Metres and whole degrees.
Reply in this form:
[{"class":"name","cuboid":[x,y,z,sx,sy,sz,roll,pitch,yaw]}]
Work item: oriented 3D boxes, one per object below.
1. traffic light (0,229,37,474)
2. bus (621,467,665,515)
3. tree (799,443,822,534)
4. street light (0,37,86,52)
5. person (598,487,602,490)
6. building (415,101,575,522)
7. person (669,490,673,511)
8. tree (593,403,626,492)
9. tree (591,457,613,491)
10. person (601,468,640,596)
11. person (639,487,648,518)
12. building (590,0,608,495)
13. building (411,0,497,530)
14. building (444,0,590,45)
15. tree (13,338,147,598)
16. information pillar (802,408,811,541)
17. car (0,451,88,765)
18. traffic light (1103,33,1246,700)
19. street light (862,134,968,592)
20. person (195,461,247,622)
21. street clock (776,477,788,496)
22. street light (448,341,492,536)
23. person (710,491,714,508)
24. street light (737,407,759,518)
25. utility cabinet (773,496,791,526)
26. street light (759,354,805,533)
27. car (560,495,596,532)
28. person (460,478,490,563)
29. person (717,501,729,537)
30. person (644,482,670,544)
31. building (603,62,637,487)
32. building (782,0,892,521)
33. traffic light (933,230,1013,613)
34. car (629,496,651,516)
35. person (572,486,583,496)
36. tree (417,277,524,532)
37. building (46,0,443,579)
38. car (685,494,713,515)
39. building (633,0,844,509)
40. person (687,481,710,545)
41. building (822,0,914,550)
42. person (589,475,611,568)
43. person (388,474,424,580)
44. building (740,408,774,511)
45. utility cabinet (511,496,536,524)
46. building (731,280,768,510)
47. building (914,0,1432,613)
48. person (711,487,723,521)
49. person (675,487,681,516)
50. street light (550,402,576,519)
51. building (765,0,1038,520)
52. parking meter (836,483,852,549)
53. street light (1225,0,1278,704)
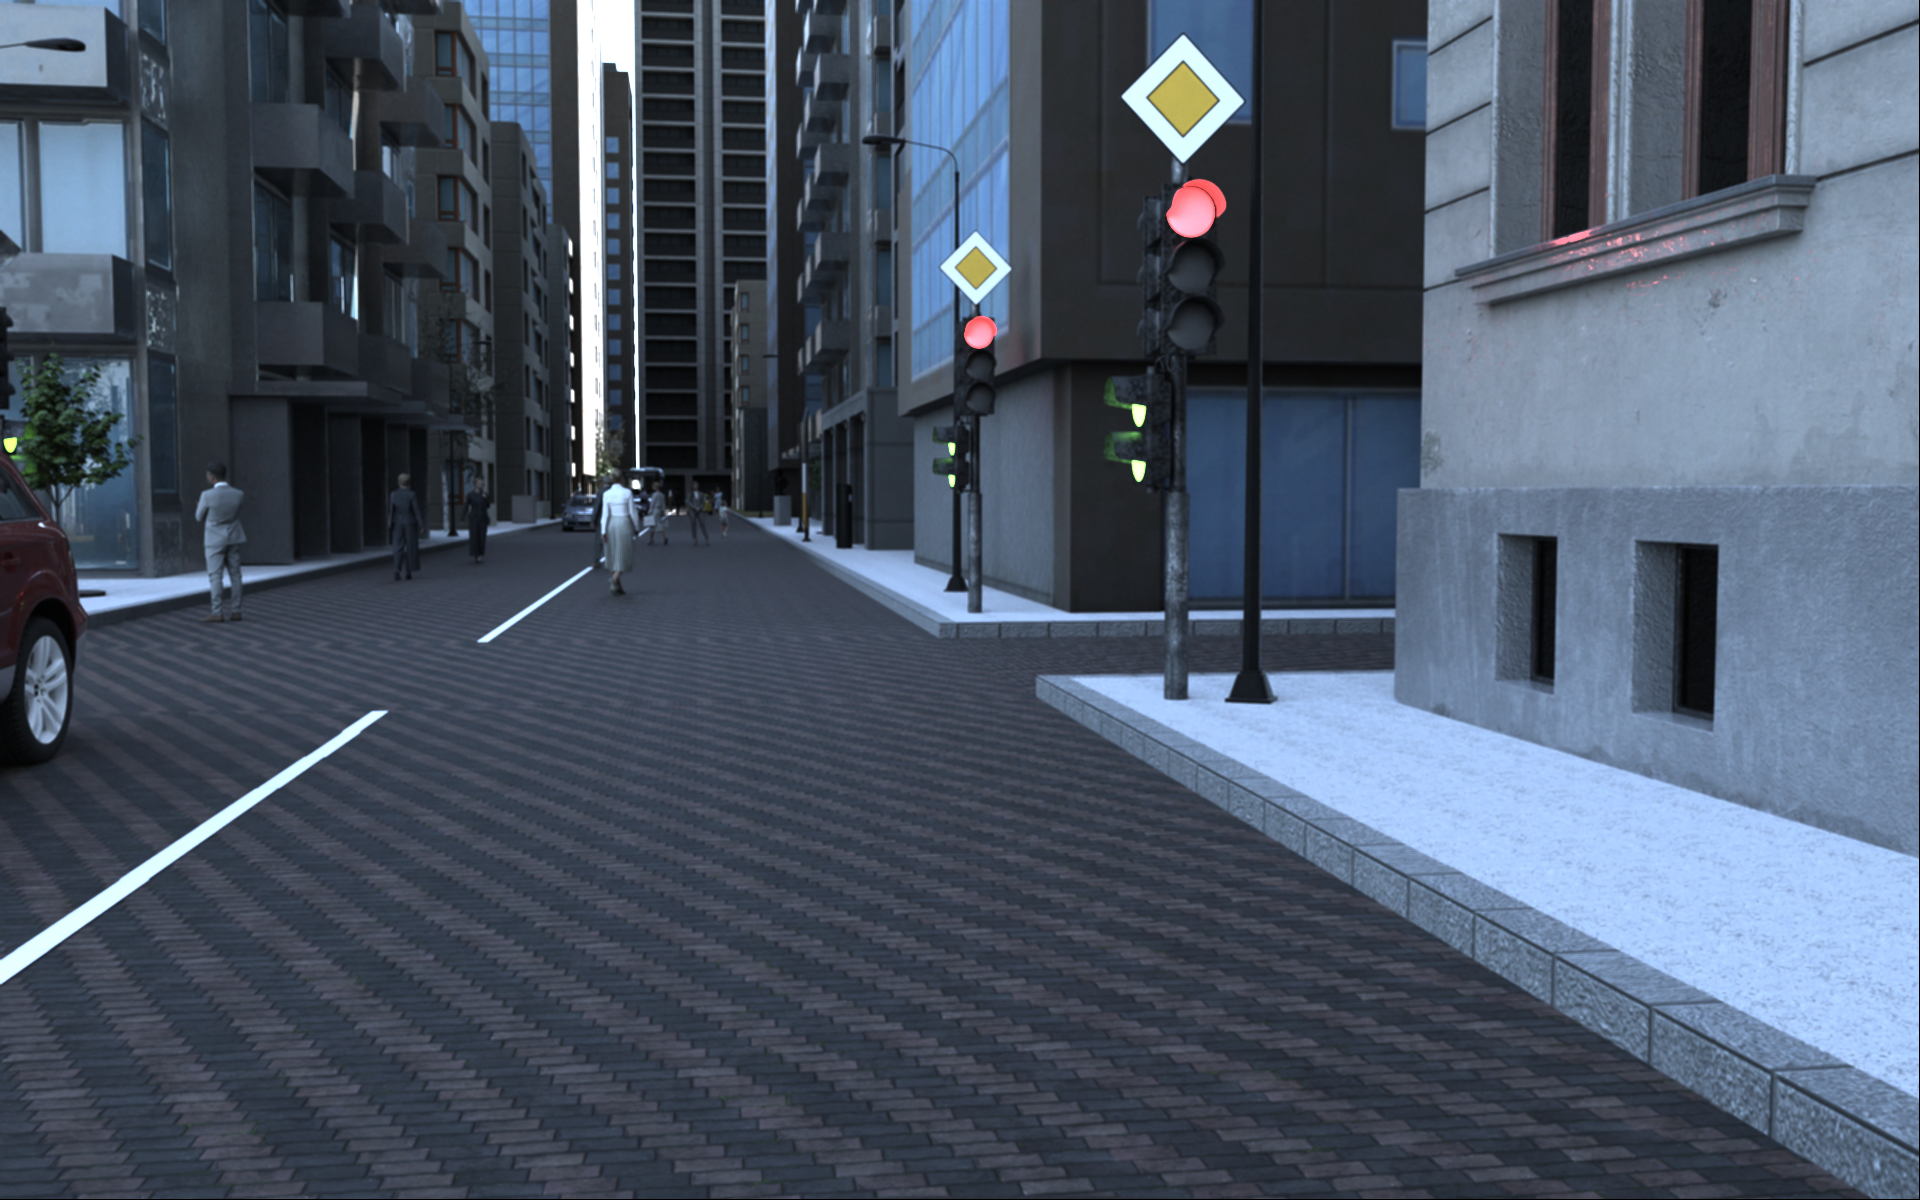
[{"class":"traffic light","cuboid":[-9.655,-1.726,17.144,0.839,4.253,0.868,-1,4,-9]},{"class":"bus","cuboid":[-21.408,-7.476,117.090,2.948,3.499,13.247,0,4,-8]},{"class":"tree","cuboid":[-4.151,-3.764,56.144,1.663,3.219,1.824,0,3,0]},{"class":"street light","cuboid":[-9.599,-2.762,17.706,1.470,5.913,1.316,-1,4,-9]},{"class":"person","cuboid":[-18.731,-4.999,90.465,0.641,1.798,0.478,-2,4,-23]},{"class":"building","cuboid":[-38.258,-15.815,103.615,27.650,21.520,28.899,-1,4,-9]},{"class":"person","cuboid":[-23.732,-8.163,142.692,0.721,1.736,1.217,-1,4,-10]},{"class":"tree","cuboid":[-28.732,-11.465,137.820,4.360,8.622,3.978,0,3,0]},{"class":"tree","cuboid":[-30.014,-9.725,142.717,4.285,4.588,4.351,0,3,0]},{"class":"person","cuboid":[-4.830,-0.961,24.445,0.478,1.798,0.641,1,4,16]},{"class":"person","cuboid":[-19.268,-5.897,104.778,0.709,1.838,0.599,2,4,33]},{"class":"building","cuboid":[-42.595,-43.773,153.936,20.611,71.187,20.563,-1,4,-9]},{"class":"building","cuboid":[-33.306,-13.961,73.299,27.650,21.520,28.899,-1,4,-9]},{"class":"building","cuboid":[-34.069,-29.062,125.270,14.600,45.320,14.200,-1,4,-9]},{"class":"tree","cuboid":[-11.309,-1.646,21.513,1.663,3.219,1.824,0,3,0]},{"class":"information pillar","cuboid":[-4.170,-3.392,46.815,0.183,3.616,0.504,0,4,5]},{"class":"car","cuboid":[-5.678,0.064,7.633,2.281,1.827,5.304,0,4,-7]},{"class":"traffic light","cuboid":[1.334,-1.334,10.737,0.839,4.253,0.868,-1,4,-9]},{"class":"street light","cuboid":[-0.576,-3.062,22.609,1.470,5.913,1.316,-1,4,-9]},{"class":"person","cuboid":[-8.355,-0.663,19.524,0.466,1.800,0.511,1,4,23]},{"class":"street clock","cuboid":[-7.556,-4.223,73.609,0.471,2.002,0.358,-3,5,-40]},{"class":"street light","cuboid":[-14.848,-4.887,52.451,1.470,5.913,1.316,-1,4,-9]},{"class":"person","cuboid":[-23.866,-9.629,166.481,0.434,1.755,0.990,1,4,18]},{"class":"street light","cuboid":[-11.163,-7.322,92.252,1.470,5.913,1.316,-1,4,-9]},{"class":"utility cabinet","cuboid":[-7.231,-3.629,70.503,0.306,1.237,1.020,1,4,22]},{"class":"street light","cuboid":[-5.858,-5.203,57.611,1.470,5.913,1.316,-1,4,-9]},{"class":"car","cuboid":[-14.593,-3.418,67.881,2.014,1.417,4.499,-1,4,-9]},{"class":"person","cuboid":[-10.136,-1.674,36.284,0.534,1.772,0.576,3,4,37]},{"class":"person","cuboid":[-7.950,-2.706,57.758,0.505,1.210,0.382,2,4,31]},{"class":"person","cuboid":[-8.612,-2.469,49.226,0.624,1.780,0.694,3,5,40]},{"class":"building","cuboid":[-40.986,-32.366,179.301,14.200,45.320,14.600,-1,4,-9]},{"class":"building","cuboid":[4.243,-28.003,77.453,23.786,49.044,30.456,-1,4,-9]},{"class":"traffic light","cuboid":[0.143,-1.817,18.633,0.839,4.253,0.868,-1,4,-9]},{"class":"car","cuboid":[-18.594,-5.312,99.425,1.945,1.354,3.894,0,4,-7]},{"class":"person","cuboid":[-18.432,-4.590,83.653,0.679,1.850,0.850,2,4,24]},{"class":"tree","cuboid":[-17.145,-6.598,58.233,4.360,8.622,3.978,0,3,0]},{"class":"building","cuboid":[-23.546,-25.461,35.894,23.786,49.044,30.456,-1,4,-9]},{"class":"car","cuboid":[-17.974,-6.694,119.667,2.015,1.641,3.980,-1,4,-10]},{"class":"building","cuboid":[-23.963,-45.670,184.951,20.611,71.187,20.563,-1,4,-9]},{"class":"person","cuboid":[-7.329,-2.429,48.493,0.520,1.790,0.573,-2,4,-35]},{"class":"building","cuboid":[7.300,-37.011,43.389,20.563,71.187,20.611,-1,4,-9]},{"class":"person","cuboid":[-6.949,-1.535,33.769,0.590,1.801,0.661,3,5,43]},{"class":"person","cuboid":[-9.261,-1.224,28.940,0.576,1.772,0.534,-1,4,-20]},{"class":"building","cuboid":[-4.331,-49.588,123.432,22.319,86.520,31.000,-1,4,-9]},{"class":"utility cabinet","cuboid":[-18.984,-3.930,75.424,1.020,1.237,0.306,1,4,11]},{"class":"building","cuboid":[-6.416,-19.029,156.168,27.650,21.520,28.899,-1,4,-9]},{"class":"building","cuboid":[6.836,-22.914,24.749,14.200,45.320,14.600,-1,4,-9]},{"class":"person","cuboid":[-12.679,-5.009,90.487,0.616,1.811,0.778,0,4,3]},{"class":"person","cuboid":[-18.378,-6.420,113.098,0.705,1.869,1.348,0,4,-5]},{"class":"street light","cuboid":[-20.058,-7.030,87.487,1.470,5.913,1.316,-1,4,-9]},{"class":"building","cuboid":[-4.131,-27.589,101.193,14.600,45.320,14.200,-1,4,-9]},{"class":"parking meter","cuboid":[-2.733,-1.988,40.917,0.372,1.533,0.369,0,3,0]},{"class":"street light","cuboid":[1.273,-2.321,10.496,1.470,5.913,1.316,-1,4,-9]}]
